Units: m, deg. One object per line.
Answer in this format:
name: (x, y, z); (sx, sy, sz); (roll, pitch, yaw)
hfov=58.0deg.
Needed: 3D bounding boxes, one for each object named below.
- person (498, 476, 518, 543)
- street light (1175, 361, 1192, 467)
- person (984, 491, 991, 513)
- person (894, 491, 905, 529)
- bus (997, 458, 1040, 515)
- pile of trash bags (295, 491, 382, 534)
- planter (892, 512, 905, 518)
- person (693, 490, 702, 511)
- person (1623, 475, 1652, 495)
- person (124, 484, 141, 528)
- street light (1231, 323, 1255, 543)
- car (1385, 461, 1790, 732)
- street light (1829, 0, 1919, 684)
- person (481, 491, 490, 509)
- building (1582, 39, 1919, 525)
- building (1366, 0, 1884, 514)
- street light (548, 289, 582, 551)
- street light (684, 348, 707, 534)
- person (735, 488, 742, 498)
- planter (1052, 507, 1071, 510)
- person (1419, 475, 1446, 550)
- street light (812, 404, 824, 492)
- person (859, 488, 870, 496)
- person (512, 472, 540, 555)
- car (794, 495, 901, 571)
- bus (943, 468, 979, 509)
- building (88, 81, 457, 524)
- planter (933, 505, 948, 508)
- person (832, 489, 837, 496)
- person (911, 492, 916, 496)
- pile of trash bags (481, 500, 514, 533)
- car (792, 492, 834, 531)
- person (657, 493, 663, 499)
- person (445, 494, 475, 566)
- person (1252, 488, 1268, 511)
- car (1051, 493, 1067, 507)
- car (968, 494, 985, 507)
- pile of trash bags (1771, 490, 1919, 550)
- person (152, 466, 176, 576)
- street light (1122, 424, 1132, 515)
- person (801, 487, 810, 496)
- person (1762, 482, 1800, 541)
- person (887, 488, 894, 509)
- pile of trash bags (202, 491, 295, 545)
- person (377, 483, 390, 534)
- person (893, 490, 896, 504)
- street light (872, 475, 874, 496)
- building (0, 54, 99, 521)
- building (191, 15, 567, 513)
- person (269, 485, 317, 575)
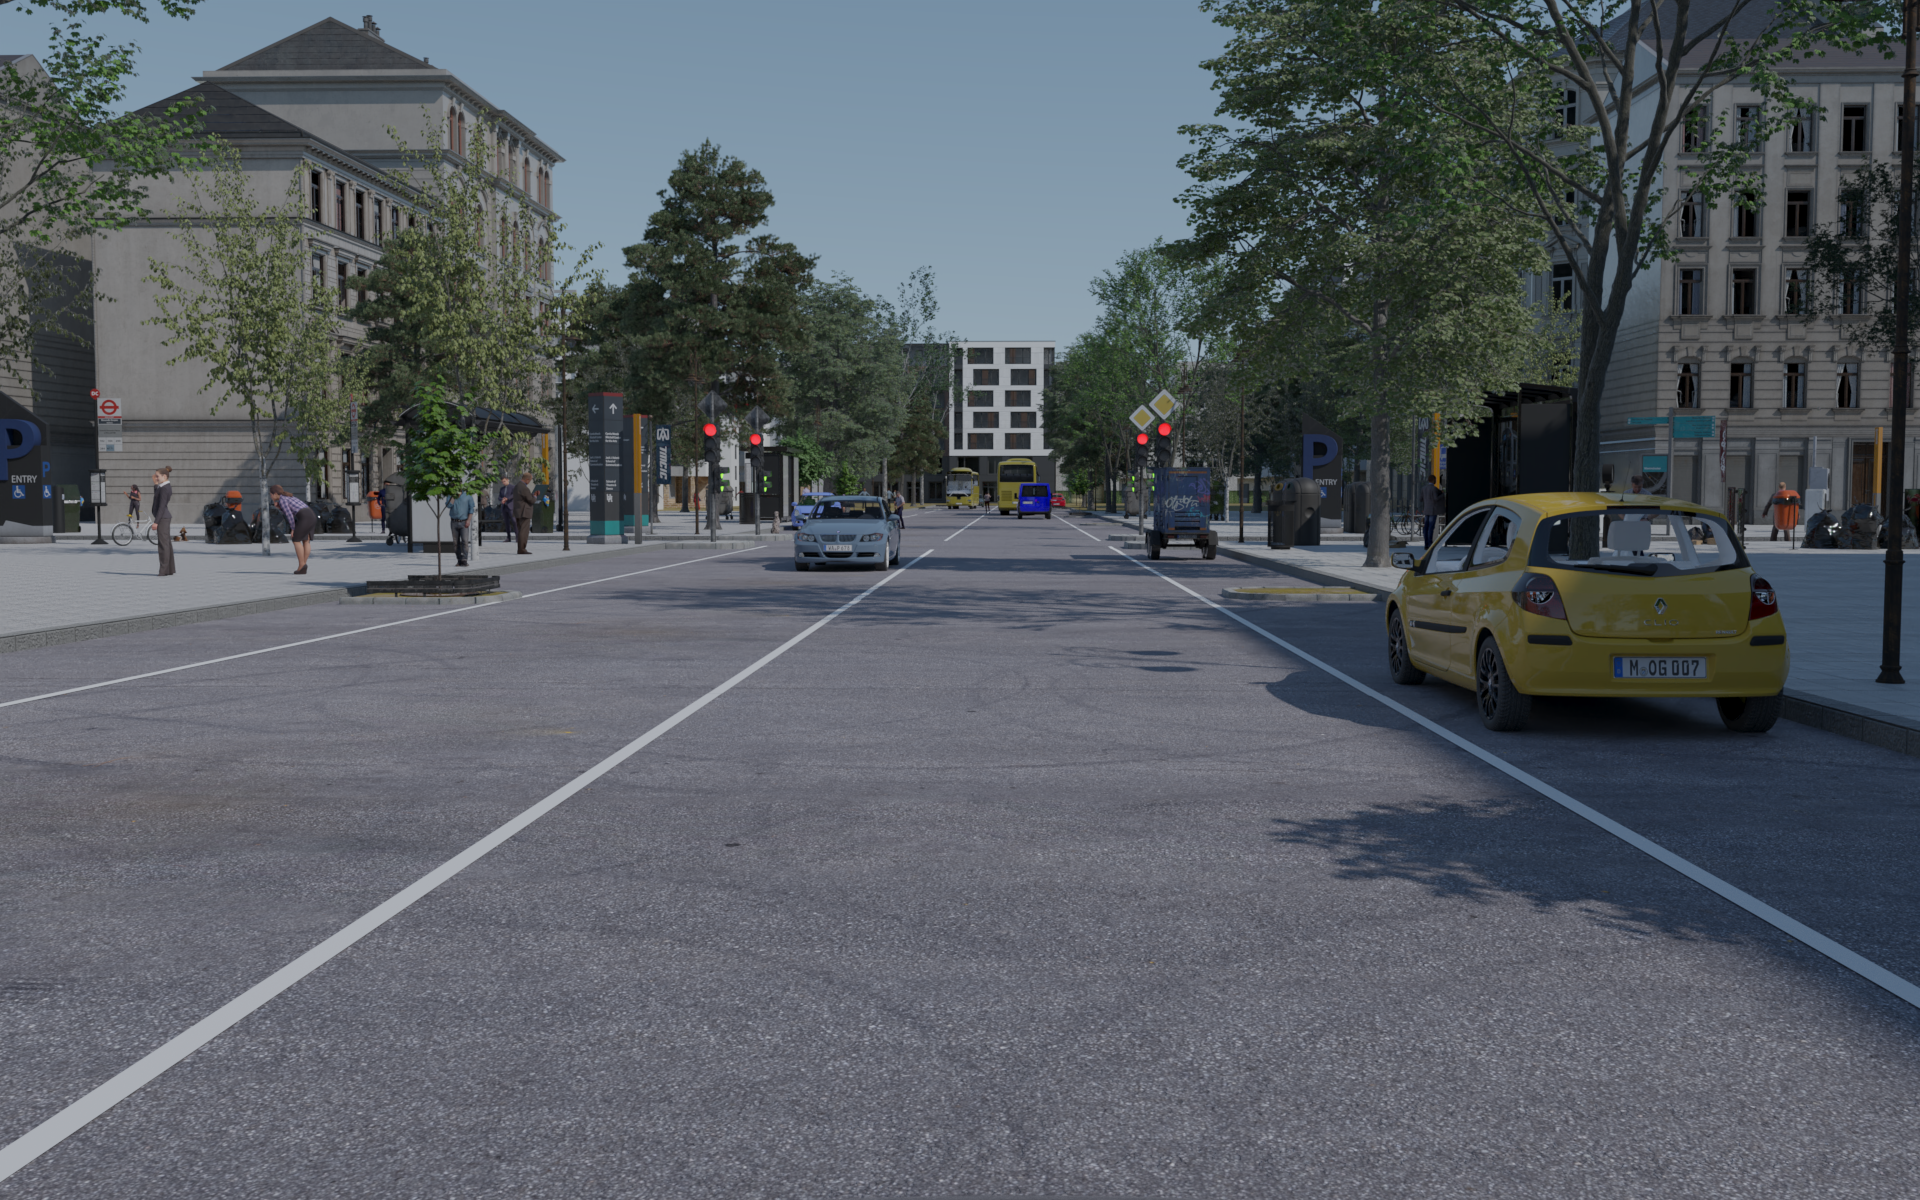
person: (-11.950, -2.402, 45.772); (0.683, 1.767, 0.568); (1, 4, 16)
street light: (7.791, -5.354, 60.332); (0.468, 5.910, 1.993); (0, 4, 2)
person: (2.023, -7.294, 129.222); (0.517, 1.644, 0.566); (3, 4, 38)
person: (-2.456, -3.663, 70.610); (0.590, 1.554, 0.614); (-2, 4, -30)
bus: (4.029, -7.810, 119.241); (2.896, 3.916, 12.252); (0, 4, 3)
pile of trash bags: (-20.343, -2.851, 56.362); (1.912, 1.369, 3.447); (3, 5, 44)
planter: (-4.367, -5.202, 106.185); (1.991, 0.319, 1.994); (0, 4, 2)
person: (-19.528, -7.393, 128.614); (0.593, 1.614, 0.444); (2, 4, 25)
person: (9.744, -1.015, 24.846); (0.614, 1.554, 0.590); (3, 5, 41)
person: (-30.822, -3.486, 64.511); (0.593, 1.643, 0.415); (-2, 4, -29)
street light: (7.407, -4.443, 45.436); (0.468, 5.910, 1.993); (0, 4, 2)
car: (4.083, -0.100, 11.857); (2.015, 1.641, 3.980); (0, 4, 2)
street light: (6.325, -2.374, 11.598); (0.468, 5.910, 1.993); (0, 4, 2)
person: (-25.270, -5.198, 91.587); (0.990, 1.755, 0.434); (-1, 4, -13)
building: (37.770, -13.845, 75.509); (18.267, 20.994, 9.793); (0, 4, 2)
building: (37.283, -20.151, 105.889); (17.030, 29.872, 44.131); (0, 4, 2)
street light: (-8.928, -4.056, 39.103); (0.468, 5.910, 1.993); (0, 4, 2)
street light: (-8.356, -5.022, 54.891); (0.468, 5.910, 1.993); (0, 4, 2)
person: (-19.993, -9.313, 158.242); (1.348, 1.831, 0.705); (1, 4, 13)
planter: (8.969, -8.248, 155.986); (1.991, 0.319, 1.994); (0, 4, 2)
person: (10.836, -2.006, 39.662); (0.431, 1.722, 0.655); (-1, 4, -17)
street light: (-7.277, -7.095, 88.786); (0.468, 5.910, 1.993); (0, 4, 2)
person: (-8.302, -8.844, 150.627); (1.348, 1.826, 0.705); (-2, 4, -25)
person: (-9.220, -1.841, 36.838); (0.565, 1.739, 0.600); (2, 4, 31)
car: (-2.142, -1.334, 33.813); (2.014, 1.417, 4.499); (0, 4, 2)
bus: (0.257, -10.656, 165.765); (2.896, 3.916, 12.252); (0, 4, 4)
building: (-32.225, -13.350, 82.901); (10.561, 19.102, 19.286); (0, 4, 2)
planter: (-1.866, -9.950, 183.819); (1.991, 0.319, 1.994); (0, 4, 2)
person: (-12.651, -10.066, 170.724); (1.348, 1.812, 0.705); (0, 4, -7)
person: (-5.444, -11.914, 201.286); (0.683, 1.767, 0.568); (-1, 4, -9)
pile of trash bags: (-16.358, -3.000, 58.809); (3.447, 1.369, 1.912); (2, 4, 27)
car: (-5.688, -3.635, 69.029); (1.945, 1.707, 3.694); (0, 4, 3)
person: (-23.180, -7.642, 131.712); (1.217, 1.735, 0.721); (1, 4, 17)
person: (-8.832, -1.370, 30.655); (0.499, 1.552, 0.429); (1, 4, 16)
person: (22.668, -7.586, 130.795); (1.217, 1.735, 0.721); (2, 4, 25)
car: (9.068, -9.505, 164.444); (2.155, 1.783, 4.494); (0, 4, 1)
car: (1.766, -10.890, 187.829); (2.009, 1.686, 4.222); (0, 4, 2)
pile of trash bags: (20.511, -1.882, 40.521); (3.447, 1.369, 1.912); (-1, 4, -16)
person: (-12.630, -1.249, 27.260); (0.742, 1.727, 0.445); (3, 4, 38)
street light: (9.062, -7.424, 94.164); (0.468, 5.910, 1.993); (0, 4, 2)
person: (-9.524, -6.131, 106.156); (0.709, 1.838, 0.599); (-3, 5, -42)
person: (22.644, -2.367, 47.759); (0.990, 1.755, 0.434); (3, 5, 42)
person: (-6.332, -9.002, 153.215); (1.348, 1.826, 0.705); (-3, 4, -36)
pile of trash bags: (-18.961, -2.198, 45.687); (1.912, 1.369, 3.447); (-2, 4, -31)
person: (-18.557, -3.016, 56.059); (0.576, 1.737, 0.504); (-1, 4, -22)
person: (-7.219, -11.419, 193.525); (0.721, 1.735, 1.217); (0, 4, -7)
street light: (-6.168, -9.164, 122.624); (0.468, 5.910, 1.993); (0, 4, 2)
building: (-50.173, -14.034, 78.600); (18.267, 20.994, 9.793); (0, 4, 2)
building: (-33.463, -19.394, 104.480); (14.401, 28.519, 23.554); (0, 4, 2)
person: (-10.617, -1.119, 27.578); (0.697, 1.427, 0.421); (0, 4, -8)
